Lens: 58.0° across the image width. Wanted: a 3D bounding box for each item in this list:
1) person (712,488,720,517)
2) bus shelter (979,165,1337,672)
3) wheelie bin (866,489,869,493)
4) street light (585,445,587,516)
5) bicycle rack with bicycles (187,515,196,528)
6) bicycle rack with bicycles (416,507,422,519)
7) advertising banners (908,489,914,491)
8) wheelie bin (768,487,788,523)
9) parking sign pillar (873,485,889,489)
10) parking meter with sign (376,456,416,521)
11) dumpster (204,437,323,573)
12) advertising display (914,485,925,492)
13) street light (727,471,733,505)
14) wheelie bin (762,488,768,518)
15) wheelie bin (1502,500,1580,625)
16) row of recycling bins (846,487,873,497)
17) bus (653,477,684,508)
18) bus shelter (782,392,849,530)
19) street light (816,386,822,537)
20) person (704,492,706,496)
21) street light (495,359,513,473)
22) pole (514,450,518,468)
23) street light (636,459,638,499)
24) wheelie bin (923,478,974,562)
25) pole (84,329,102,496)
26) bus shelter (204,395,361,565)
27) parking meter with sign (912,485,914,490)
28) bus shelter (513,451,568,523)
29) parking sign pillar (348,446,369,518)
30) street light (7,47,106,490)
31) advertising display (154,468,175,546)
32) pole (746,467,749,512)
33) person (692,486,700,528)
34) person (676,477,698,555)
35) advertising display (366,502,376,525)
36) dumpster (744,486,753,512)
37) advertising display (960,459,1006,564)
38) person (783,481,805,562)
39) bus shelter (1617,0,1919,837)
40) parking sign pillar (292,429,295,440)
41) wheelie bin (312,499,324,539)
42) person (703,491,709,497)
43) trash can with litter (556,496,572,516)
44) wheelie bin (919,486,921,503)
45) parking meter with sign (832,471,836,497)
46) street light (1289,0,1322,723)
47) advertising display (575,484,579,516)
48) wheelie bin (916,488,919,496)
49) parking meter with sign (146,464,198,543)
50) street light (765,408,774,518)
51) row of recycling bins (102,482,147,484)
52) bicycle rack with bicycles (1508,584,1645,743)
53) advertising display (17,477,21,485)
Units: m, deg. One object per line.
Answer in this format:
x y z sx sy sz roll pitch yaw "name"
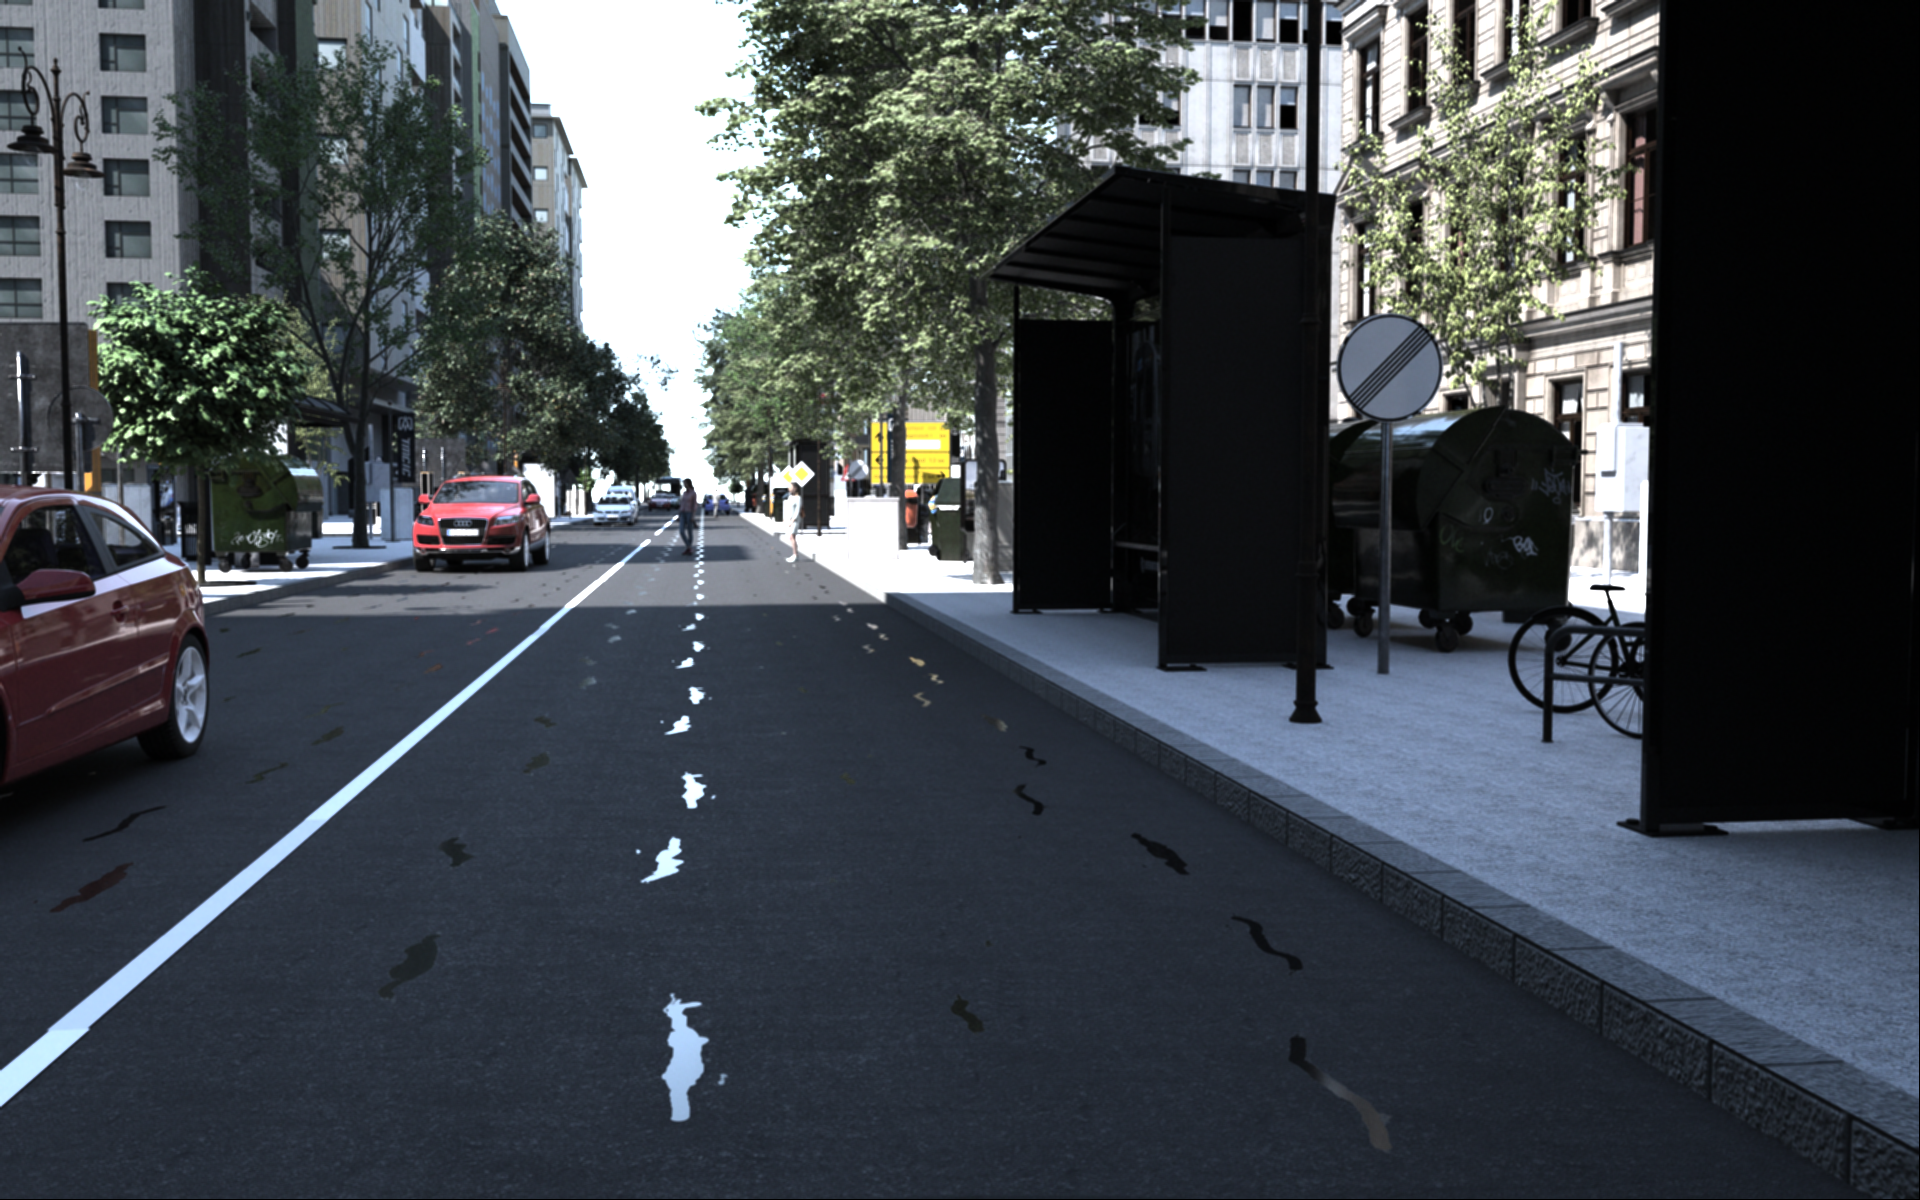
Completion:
-15.074 -6.044 107.526 0.606 1.804 0.583 2 4 25 "person"
1.507 -1.488 15.605 1.731 3.624 6.357 -1 4 -8 "bus shelter"
-6.051 -6.254 110.165 0.980 1.594 0.693 -3 5 -39 "wheelie bin"
-21.913 -7.860 101.302 0.468 5.910 1.993 -1 4 -8 "street light"
-29.987 -3.165 65.123 2.925 0.926 2.852 -2 4 -34 "bicycle rack with bicycles"
-26.271 -4.553 87.829 2.852 0.926 2.925 0 4 -2 "bicycle rack with bicycles"
-1.445 -3.264 49.553 0.090 3.025 2.074 -1 4 -8 "advertising banners"
-7.997 -4.273 77.764 0.980 1.594 0.693 0 4 -6 "wheelie bin"
-3.864 -6.233 90.388 1.447 3.967 1.447 -1 4 -12 "parking sign pillar"
-26.346 -5.181 80.974 0.543 3.016 1.738 3 5 42 "parking meter with sign"
-11.599 -1.613 28.873 1.502 2.255 1.985 -1 4 -8 "dumpster"
-2.347 -5.634 97.326 0.123 1.923 0.974 -2 4 -25 "advertising display"
-27.586 -14.486 209.630 0.468 5.910 1.993 -1 4 -8 "street light"
-10.258 -5.291 94.408 0.980 1.594 0.693 -1 4 -22 "wheelie bin"
5.729 -0.574 17.290 0.693 1.594 0.980 3 4 38 "wheelie bin"
-5.631 -6.112 107.036 3.534 1.692 1.069 1 4 17 "row of recycling bins"
-30.009 -11.276 179.214 2.948 3.499 13.247 0 4 -7 "bus"
-5.564 -5.378 65.561 2.179 5.291 8.768 -1 4 -8 "bus shelter"
-4.206 -4.821 51.615 0.468 5.910 1.993 -1 4 -8 "street light"
-35.956 -14.390 244.687 0.541 1.710 0.530 1 4 15 "person"
-15.616 -5.300 59.451 0.468 5.910 1.993 -1 4 -8 "street light"
-20.632 -5.304 80.566 0.158 3.312 0.155 0 3 0 "pole"
-33.004 -12.472 176.712 0.468 5.910 1.993 -1 4 -8 "street light"
-0.067 -1.543 33.135 0.980 1.594 0.693 2 4 31 "wheelie bin"
-10.829 -1.697 21.595 0.158 3.312 0.155 0 3 0 "pole"
-13.185 -2.427 33.600 2.014 3.302 5.546 -1 4 -8 "bus shelter"
-2.900 -7.298 115.583 0.543 3.016 1.738 -1 4 -18 "parking meter with sign"
-18.954 -5.182 78.645 2.014 3.302 5.546 -1 4 -9 "bus shelter"
-32.494 -6.458 94.063 1.447 3.967 1.447 0 4 1 "parking sign pillar"
-9.581 -2.797 18.524 0.468 5.910 1.993 -1 4 -8 "street light"
-19.819 -2.322 43.173 0.123 1.923 0.974 0 4 -4 "advertising display"
-15.303 -8.012 124.844 0.158 3.312 0.155 0 3 0 "pole"
-11.232 -3.923 73.043 0.661 1.777 0.834 3 4 36 "person"
-6.445 -1.977 40.827 0.555 1.821 0.388 1 4 23 "person"
-24.396 -4.067 71.709 0.974 1.923 0.123 -1 4 -16 "advertising display"
-14.699 -7.167 122.931 1.264 1.857 1.865 -1 4 -8 "dumpster"
0.434 -1.639 32.007 0.974 1.923 0.123 -3 4 -36 "advertising display"
-3.547 -1.679 36.953 0.522 1.701 0.512 -3 4 -38 "person"
3.502 -0.749 3.537 1.731 3.624 6.357 -1 4 -8 "bus shelter"
-23.063 -4.268 58.257 1.447 3.967 1.447 3 5 42 "parking sign pillar"
-18.794 -2.574 49.990 0.980 1.594 0.693 0 4 -2 "wheelie bin"
-35.828 -14.528 245.665 1.348 1.869 0.705 -1 4 -15 "person"
-22.725 -5.362 99.059 0.624 1.170 1.055 3 4 39 "trash can with litter"
-0.212 -1.697 35.659 0.693 1.594 0.980 2 4 35 "wheelie bin"
-9.232 -8.168 129.801 0.543 3.016 1.738 -1 4 -9 "parking meter with sign"
1.949 -2.251 9.592 0.468 5.910 1.993 -1 4 -8 "street light"
-22.536 -5.912 101.882 0.123 1.923 0.974 -1 4 -17 "advertising display"
-1.328 -3.555 66.028 0.693 1.594 0.980 3 4 37 "wheelie bin"
-20.756 -2.981 45.003 1.738 3.016 0.543 -1 4 -21 "parking meter with sign"
-10.210 -7.329 92.612 0.468 5.910 1.993 -1 4 -8 "street light"
-28.950 -3.218 59.730 1.069 1.692 3.534 2 4 24 "row of recycling bins"
4.258 0.257 9.188 2.925 0.926 2.852 3 5 44 "bicycle rack with bicycles"
-25.125 -2.549 46.885 0.974 1.923 0.123 1 4 21 "advertising display"
